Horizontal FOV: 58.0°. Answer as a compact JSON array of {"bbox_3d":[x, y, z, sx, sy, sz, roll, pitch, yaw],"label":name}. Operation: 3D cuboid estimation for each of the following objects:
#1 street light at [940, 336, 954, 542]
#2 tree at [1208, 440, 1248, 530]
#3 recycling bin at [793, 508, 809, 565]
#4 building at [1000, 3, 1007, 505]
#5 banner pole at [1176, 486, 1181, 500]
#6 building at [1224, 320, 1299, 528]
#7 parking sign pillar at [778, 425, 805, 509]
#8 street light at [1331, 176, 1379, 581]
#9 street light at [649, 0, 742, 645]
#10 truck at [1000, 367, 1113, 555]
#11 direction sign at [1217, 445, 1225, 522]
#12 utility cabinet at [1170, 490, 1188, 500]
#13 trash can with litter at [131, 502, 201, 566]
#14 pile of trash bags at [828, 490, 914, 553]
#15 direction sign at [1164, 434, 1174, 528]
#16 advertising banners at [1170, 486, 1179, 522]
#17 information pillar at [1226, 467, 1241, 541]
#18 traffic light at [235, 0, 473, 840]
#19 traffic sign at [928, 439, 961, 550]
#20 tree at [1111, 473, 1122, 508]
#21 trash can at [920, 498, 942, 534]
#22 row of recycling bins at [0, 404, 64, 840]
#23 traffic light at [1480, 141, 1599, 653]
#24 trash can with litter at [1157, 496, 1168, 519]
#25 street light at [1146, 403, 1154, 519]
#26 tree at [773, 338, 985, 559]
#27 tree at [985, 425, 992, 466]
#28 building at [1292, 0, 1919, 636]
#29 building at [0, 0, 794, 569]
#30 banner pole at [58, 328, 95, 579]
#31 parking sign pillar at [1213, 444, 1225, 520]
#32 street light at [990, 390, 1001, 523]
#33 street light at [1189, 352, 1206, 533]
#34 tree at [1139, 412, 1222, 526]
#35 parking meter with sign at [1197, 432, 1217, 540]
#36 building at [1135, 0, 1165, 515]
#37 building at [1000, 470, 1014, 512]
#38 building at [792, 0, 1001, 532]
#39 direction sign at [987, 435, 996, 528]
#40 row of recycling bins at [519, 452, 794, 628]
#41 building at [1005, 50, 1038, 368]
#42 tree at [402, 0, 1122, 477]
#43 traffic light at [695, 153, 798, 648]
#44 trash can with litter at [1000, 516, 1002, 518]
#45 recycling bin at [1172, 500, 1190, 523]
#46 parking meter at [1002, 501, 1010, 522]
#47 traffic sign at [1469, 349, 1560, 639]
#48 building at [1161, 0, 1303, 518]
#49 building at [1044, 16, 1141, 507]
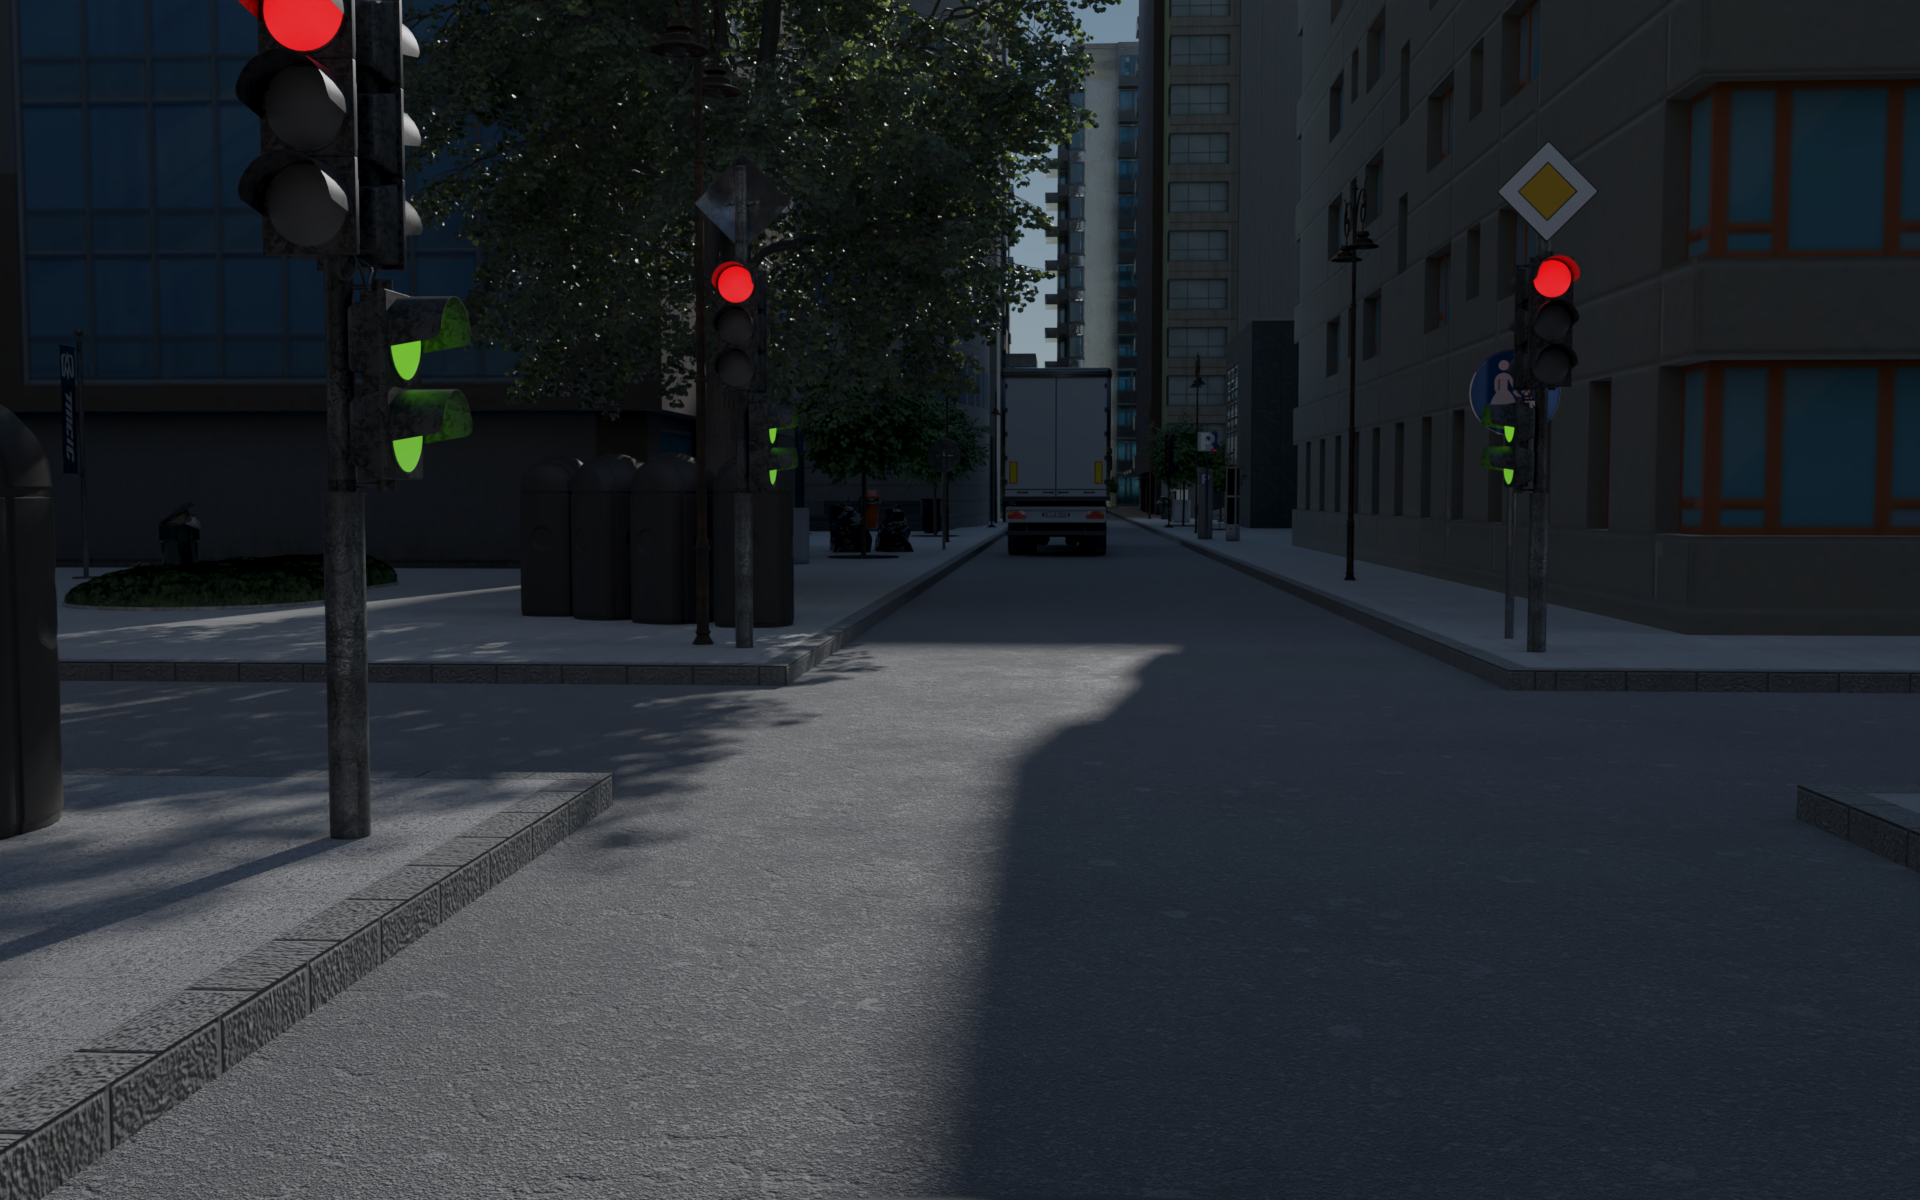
[{"bbox_3d":[-0.345,-4.468,45.846,0.468,5.910,1.993,0,4,3],"label":"street light"},{"bbox_3d":[9.225,-4.088,61.448,1.663,3.219,1.824,0,3,0],"label":"tree"},{"bbox_3d":[-3.250,-1.175,31.761,0.722,1.027,0.722,3,4,39],"label":"recycling bin"},{"bbox_3d":[-6.810,-32.421,153.782,21.600,48.544,21.300,0,4,3],"label":"building"},{"bbox_3d":[10.525,-5.761,84.210,0.863,3.779,0.401,2,4,34],"label":"banner pole"},{"bbox_3d":[21.677,-45.489,56.421,22.319,86.520,31.000,0,4,3],"label":"building"},{"bbox_3d":[-5.359,-3.941,52.912,1.447,3.967,1.447,3,4,39],"label":"parking sign pillar"},{"bbox_3d":[5.802,-3.230,25.593,0.468,5.910,1.993,0,4,3],"label":"street light"},{"bbox_3d":[-2.194,-2.558,14.613,0.468,5.910,1.993,0,4,3],"label":"street light"},{"bbox_3d":[2.526,-3.371,44.036,2.839,4.237,11.283,0,4,4],"label":"truck"},{"bbox_3d":[12.075,-5.383,80.013,0.876,3.537,0.379,1,4,8],"label":"direction sign"},{"bbox_3d":[11.175,-4.894,88.700,1.173,1.500,0.318,-3,5,-43],"label":"utility cabinet"},{"bbox_3d":[-11.439,-0.820,24.801,1.055,1.170,0.624,-2,4,-25],"label":"trash can with litter"},{"bbox_3d":[-2.049,-1.821,39.528,1.912,1.369,3.447,0,4,-3],"label":"pile of trash bags"},{"bbox_3d":[7.987,-4.534,66.133,0.379,3.537,0.876,2,4,27],"label":"direction sign"},{"bbox_3d":[9.951,-5.138,80.198,0.090,3.025,2.074,1,4,19],"label":"advertising banners"},{"bbox_3d":[7.449,-2.615,47.249,0.304,2.012,0.304,2,4,32],"label":"information pillar"},{"bbox_3d":[-2.268,-1.067,6.373,0.839,4.253,0.868,0,4,3],"label":"traffic light"},{"bbox_3d":[-0.370,-2.425,39.754,0.768,2.556,0.104,1,4,11],"label":"traffic sign"},{"bbox_3d":[13.748,-9.890,156.302,1.663,3.219,1.824,0,3,0],"label":"tree"},{"bbox_3d":[-0.935,-2.735,56.364,0.748,1.137,0.748,0,3,0],"label":"trash can"},{"bbox_3d":[-5.231,0.013,6.901,3.534,1.692,1.069,1,4,10],"label":"row of recycling bins"},{"bbox_3d":[4.667,-1.532,13.968,0.839,4.253,0.868,0,4,3],"label":"traffic light"},{"bbox_3d":[10.435,-4.637,87.206,0.624,1.170,1.055,3,5,44],"label":"trash can with litter"},{"bbox_3d":[9.692,-7.071,88.404,0.468,5.910,1.993,0,4,3],"label":"street light"},{"bbox_3d":[-2.028,-3.124,34.789,4.285,4.588,4.351,0,3,0],"label":"tree"},{"bbox_3d":[-0.801,-4.203,52.434,4.285,4.588,4.351,0,3,0],"label":"tree"},{"bbox_3d":[21.880,-11.190,27.995,28.899,21.520,27.650,0,4,3],"label":"building"},{"bbox_3d":[-11.451,-23.559,35.304,14.600,45.320,14.200,0,4,3],"label":"building"},{"bbox_3d":[-13.248,-2.197,25.935,0.401,3.779,0.863,0,4,-2],"label":"banner pole"},{"bbox_3d":[12.936,-5.971,86.103,1.447,3.967,1.447,2,4,33],"label":"parking sign pillar"},{"bbox_3d":[1.599,-6.362,76.811,0.468,5.910,1.993,0,4,3],"label":"street light"},{"bbox_3d":[7.742,-5.124,56.558,0.468,5.910,1.993,0,4,3],"label":"street light"},{"bbox_3d":[8.854,-5.226,69.154,4.285,4.588,4.351,0,3,0],"label":"tree"},{"bbox_3d":[7.006,-3.244,49.302,0.543,3.016,1.738,0,4,6],"label":"parking meter with sign"},{"bbox_3d":[20.053,-29.055,125.156,14.600,45.320,14.200,0,4,3],"label":"building"},{"bbox_3d":[-11.850,-26.852,130.903,32.217,40.220,23.993,0,4,3],"label":"building"},{"bbox_3d":[-9.357,-32.293,69.992,21.231,58.520,28.212,0,4,3],"label":"building"},{"bbox_3d":[1.221,-4.556,66.480,0.379,3.537,0.876,0,4,1],"label":"direction sign"},{"bbox_3d":[-3.152,-0.644,17.639,3.534,1.692,1.069,2,4,34],"label":"row of recycling bins"},{"bbox_3d":[-7.250,-53.267,183.585,31.000,86.520,22.319,0,4,3],"label":"building"},{"bbox_3d":[-2.807,-7.006,21.212,9.857,13.997,8.962,0,3,0],"label":"tree"},{"bbox_3d":[-1.783,-1.555,14.343,0.839,4.253,0.868,0,4,3],"label":"traffic light"},{"bbox_3d":[2.008,-4.750,89.053,1.055,1.170,0.624,-1,4,-9],"label":"trash can with litter"},{"bbox_3d":[9.977,-4.011,78.137,0.722,1.027,0.722,0,4,-2],"label":"recycling bin"},{"bbox_3d":[2.117,-4.503,79.333,0.255,1.863,0.399,1,4,21],"label":"parking meter"},{"bbox_3d":[4.877,-0.929,15.302,0.768,2.556,0.104,1,4,11],"label":"traffic sign"},{"bbox_3d":[18.371,-25.285,96.997,14.154,41.232,14.086,0,4,3],"label":"building"},{"bbox_3d":[24.305,-34.515,183.936,30.456,49.044,23.786,0,4,3],"label":"building"}]
